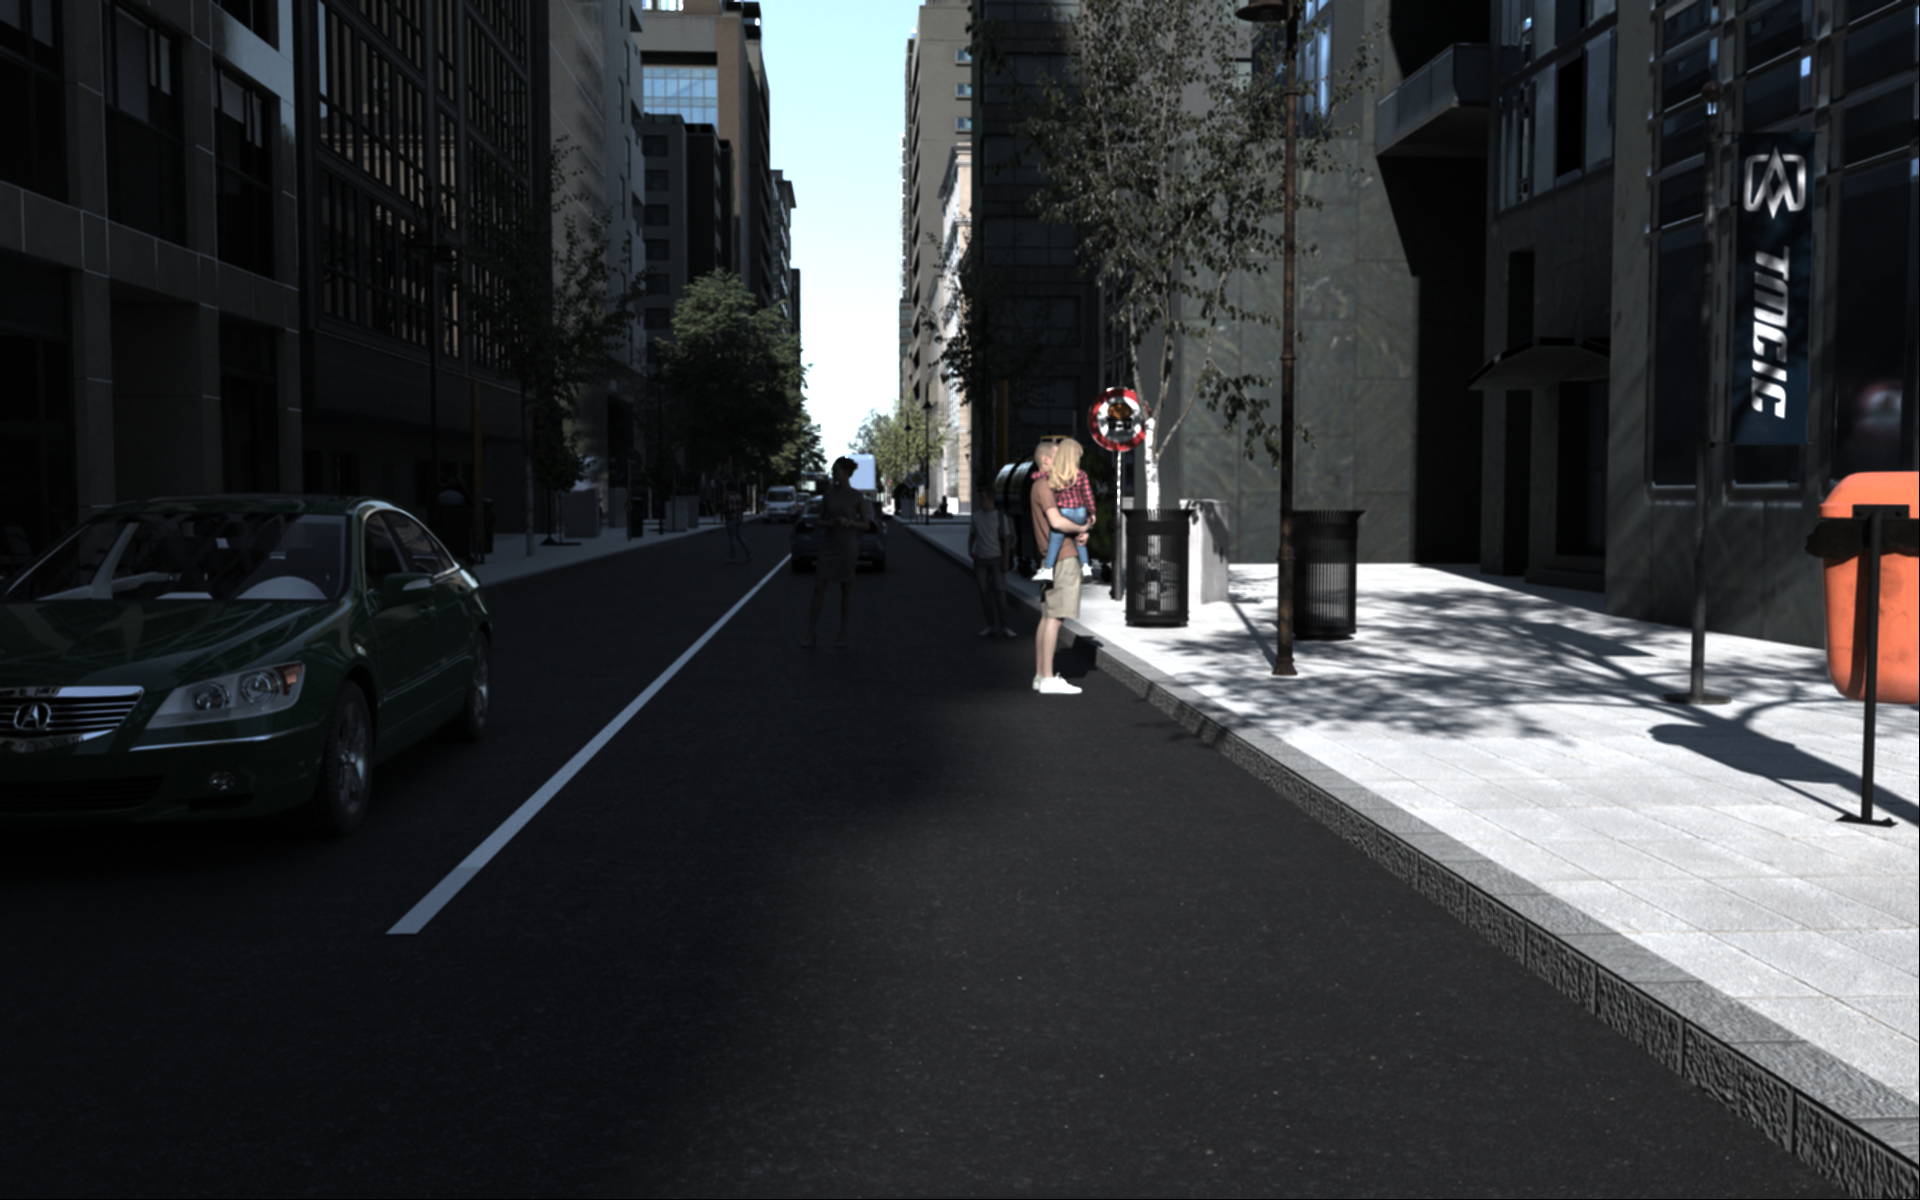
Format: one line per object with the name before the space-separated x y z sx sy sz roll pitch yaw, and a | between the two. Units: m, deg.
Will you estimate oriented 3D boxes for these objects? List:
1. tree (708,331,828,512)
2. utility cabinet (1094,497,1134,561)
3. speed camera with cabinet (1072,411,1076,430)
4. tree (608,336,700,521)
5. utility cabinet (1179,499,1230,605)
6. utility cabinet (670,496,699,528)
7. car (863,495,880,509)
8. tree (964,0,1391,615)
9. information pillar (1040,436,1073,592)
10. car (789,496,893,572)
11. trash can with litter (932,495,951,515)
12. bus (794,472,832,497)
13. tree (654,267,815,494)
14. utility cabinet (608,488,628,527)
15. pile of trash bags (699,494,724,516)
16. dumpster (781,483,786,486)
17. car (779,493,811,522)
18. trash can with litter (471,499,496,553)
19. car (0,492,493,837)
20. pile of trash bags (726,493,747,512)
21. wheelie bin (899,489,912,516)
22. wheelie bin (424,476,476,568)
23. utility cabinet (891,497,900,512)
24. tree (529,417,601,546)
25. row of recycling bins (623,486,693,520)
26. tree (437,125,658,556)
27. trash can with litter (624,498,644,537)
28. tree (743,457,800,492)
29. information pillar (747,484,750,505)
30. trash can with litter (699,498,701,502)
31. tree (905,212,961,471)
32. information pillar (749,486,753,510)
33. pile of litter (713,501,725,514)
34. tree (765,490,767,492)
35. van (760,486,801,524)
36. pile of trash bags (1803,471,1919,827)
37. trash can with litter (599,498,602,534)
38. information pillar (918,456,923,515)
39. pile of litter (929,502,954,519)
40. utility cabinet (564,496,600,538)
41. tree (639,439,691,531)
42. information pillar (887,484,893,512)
tree | -13.958 -12.393 120.758 7.486 12.596 7.792 0 3 0
utility cabinet | 2.979 -1.374 33.635 0.306 1.237 1.020 3 4 37
speed camera with cabinet | 2.105 -2.862 41.133 2.038 3.252 0.660 -1 4 -14
tree | -14.451 -8.046 81.915 4.360 8.622 3.978 0 3 0
utility cabinet | 2.908 -0.572 20.517 0.306 1.237 1.020 2 4 26
utility cabinet | -10.408 -3.322 65.469 1.020 1.237 0.306 0 4 4
car | -3.750 -2.830 58.061 2.131 1.459 4.920 0 4 -3
tree | 2.029 -4.112 17.593 4.360 8.622 3.978 0 3 0
information pillar | 1.225 -1.072 22.019 0.304 2.012 0.304 -2 4 -33
car | -2.301 -1.304 33.318 2.014 1.417 4.499 0 4 -2
trash can with litter | -0.891 -5.724 104.646 1.678 1.210 2.233 -1 4 -8
bus | -12.005 -8.985 141.764 2.948 3.499 13.247 0 4 -5
tree | -12.643 -11.643 97.019 9.857 13.997 8.962 0 3 0
utility cabinet | -13.080 -3.523 66.285 0.318 1.500 1.173 1 4 12
pile of trash bags | -15.848 -5.566 100.753 3.447 1.369 1.912 2 4 29
dumpster | -15.108 -8.737 145.339 1.502 2.255 1.985 0 4 -3
car | -8.466 -4.972 90.325 2.155 1.783 4.494 0 4 -2
trash can with litter | -10.496 -1.592 37.422 1.055 1.170 0.624 3 5 44
car | -3.575 0.191 8.676 2.131 1.459 4.920 0 4 -5
pile of trash bags | -15.953 -6.784 120.668 1.912 1.369 3.447 0 4 4
wheelie bin | -3.074 -5.538 98.450 0.693 1.594 0.980 -1 4 -19
wheelie bin | -8.731 -1.331 29.670 0.693 1.594 0.980 -3 5 -42
utility cabinet | -4.311 -6.763 121.734 1.020 1.237 0.306 1 4 14
tree | -10.133 -2.993 43.532 1.663 3.219 1.824 0 3 0
row of recycling bins | -15.124 -4.932 87.750 3.534 1.692 1.069 -3 5 -43
tree | -8.626 -5.204 35.455 4.737 8.622 4.395 0 3 0
trash can with litter | -9.749 -2.452 51.483 0.624 1.170 1.055 -1 4 -21
tree | -14.568 -8.895 129.155 4.285 4.588 4.351 0 3 0
information pillar | -17.507 -9.358 144.365 0.504 3.616 0.183 2 4 29
trash can with litter | -17.756 -6.368 115.502 0.624 1.170 1.055 2 4 26
tree | 0.875 -5.783 44.910 4.360 8.622 3.978 0 3 0
information pillar | -17.010 -8.372 141.370 0.304 2.012 0.304 0 4 0
pile of litter | -15.157 -5.854 109.685 1.719 0.858 1.176 0 4 6
tree | -14.993 -8.716 137.112 1.663 3.219 1.824 0 3 0
van | -8.835 -4.800 85.490 2.013 2.044 4.112 0 4 -3
pile of trash bags | 4.735 0.233 5.948 3.447 1.369 1.912 3 5 42
trash can with litter | -11.831 -2.673 55.093 0.624 1.170 1.055 -3 5 -43
information pillar | -2.385 -7.064 106.859 0.183 3.616 0.504 -2 4 -27
pile of litter | -0.849 -4.722 91.165 1.719 0.858 1.176 1 4 20
utility cabinet | -11.148 -2.442 51.080 1.020 1.237 0.306 1 4 14
tree | -10.400 -4.028 60.454 1.663 3.219 1.824 0 3 0
information pillar | -5.132 -7.513 127.322 0.304 2.012 0.304 -3 5 -41
